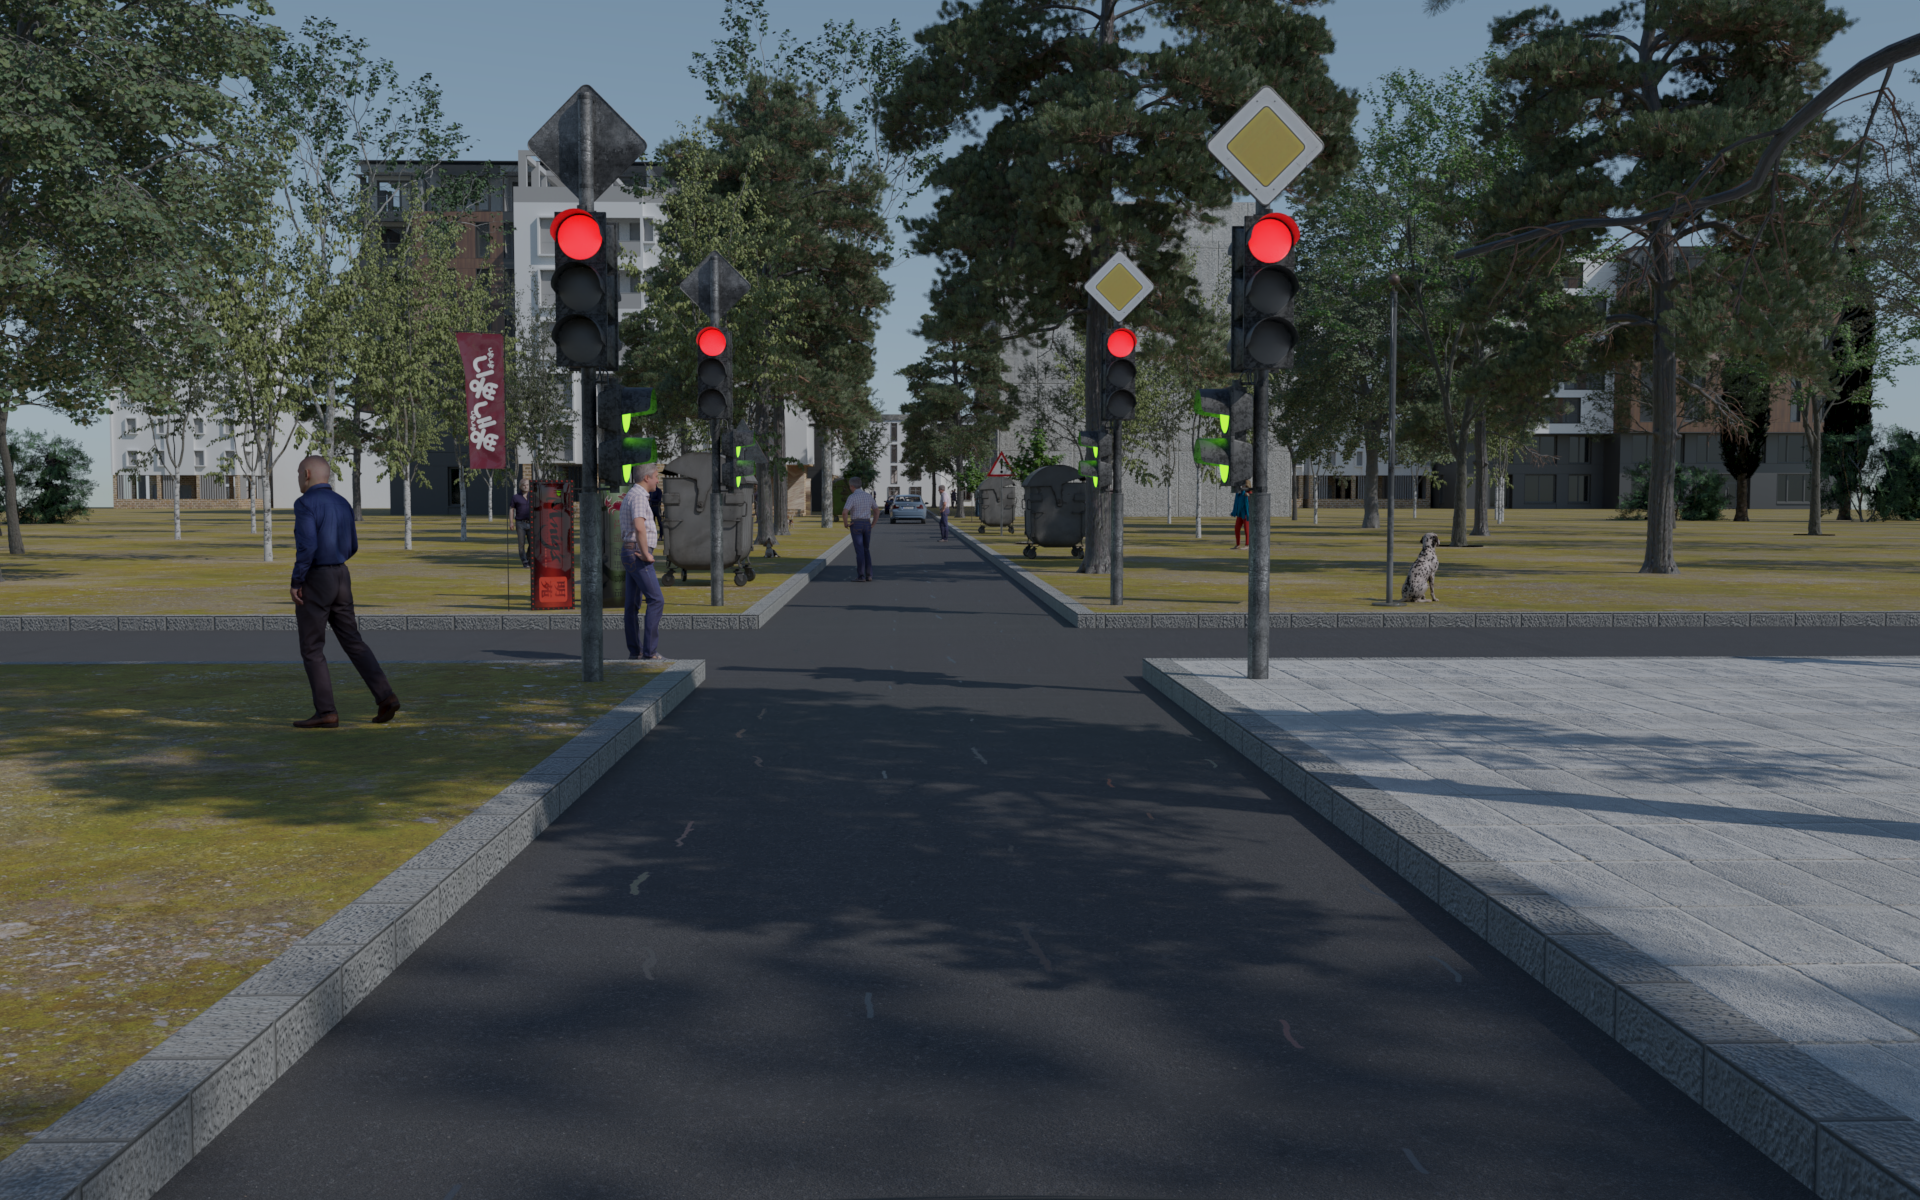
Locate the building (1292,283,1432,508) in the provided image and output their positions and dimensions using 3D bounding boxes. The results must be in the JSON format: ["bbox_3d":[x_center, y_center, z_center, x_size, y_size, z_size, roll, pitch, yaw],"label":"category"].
[{"bbox_3d":[36.294,-18.657,161.466,11.380,20.091,16.016,0,4,-2],"label":"building"}]

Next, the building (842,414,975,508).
[{"bbox_3d":[-2.108,-14.958,186.707,28.070,9.664,9.099,0,4,-2],"label":"building"}]

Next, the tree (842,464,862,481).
[{"bbox_3d":[-7.146,-7.031,109.566,1.663,3.219,1.824,0,3,0],"label":"tree"}]

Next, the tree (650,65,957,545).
[{"bbox_3d":[-4.994,-7.436,43.640,6.751,12.117,7.091,0,3,0],"label":"tree"}]

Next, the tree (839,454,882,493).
[{"bbox_3d":[-7.947,-9.438,138.026,4.285,4.588,4.351,0,3,0],"label":"tree"}]

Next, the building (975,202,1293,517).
[{"bbox_3d":[9.981,-15.105,113.420,16.747,18.905,31.486,0,4,-2],"label":"building"}]

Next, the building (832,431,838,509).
[{"bbox_3d":[-18.694,-17.655,145.071,16.016,20.091,11.380,0,4,-2],"label":"building"}]

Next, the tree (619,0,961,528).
[{"bbox_3d":[-6.138,-12.878,66.437,12.611,20.169,13.585,0,3,0],"label":"tree"}]

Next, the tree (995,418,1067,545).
[{"bbox_3d":[1.999,-3.030,44.142,1.663,3.219,1.824,0,3,0],"label":"tree"}]

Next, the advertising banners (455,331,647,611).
[{"bbox_3d":[-4.475,-1.400,19.077,2.074,3.025,0.090,-2,4,-27],"label":"advertising banners"}]

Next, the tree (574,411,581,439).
[{"bbox_3d":[-21.935,-8.607,91.081,4.737,8.622,4.395,0,3,0],"label":"tree"}]

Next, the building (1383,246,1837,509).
[{"bbox_3d":[58.471,-19.132,156.787,32.646,21.610,27.936,0,4,-2],"label":"building"}]

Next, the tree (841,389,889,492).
[{"bbox_3d":[-6.589,-10.086,115.270,4.737,8.622,4.395,0,3,0],"label":"tree"}]

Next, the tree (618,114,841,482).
[{"bbox_3d":[-4.669,-5.110,33.904,4.737,8.622,4.395,0,3,0],"label":"tree"}]

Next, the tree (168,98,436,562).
[{"bbox_3d":[-13.006,-5.029,32.585,4.737,8.622,4.395,0,3,0],"label":"tree"}]

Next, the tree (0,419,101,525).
[{"bbox_3d":[-46.869,-10.490,73.326,18.604,14.587,13.155,0,4,7],"label":"tree"}]

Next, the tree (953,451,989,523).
[{"bbox_3d":[0.411,-5.107,78.096,1.663,3.219,1.824,0,3,0],"label":"tree"}]

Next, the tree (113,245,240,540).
[{"bbox_3d":[-22.170,-6.022,48.823,4.360,8.622,3.978,0,3,0],"label":"tree"}]

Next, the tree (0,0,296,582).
[{"bbox_3d":[-14.421,-7.224,24.763,9.857,13.997,8.962,0,3,0],"label":"tree"}]

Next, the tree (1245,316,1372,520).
[{"bbox_3d":[16.481,-9.158,84.151,8.767,10.594,7.601,2,4,34],"label":"tree"}]

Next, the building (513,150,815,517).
[{"bbox_3d":[-16.480,-14.922,100.398,16.016,20.091,11.380,0,4,-2],"label":"building"}]

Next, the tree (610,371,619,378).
[{"bbox_3d":[-13.995,-10.946,86.396,7.806,13.903,7.818,0,3,0],"label":"tree"}]

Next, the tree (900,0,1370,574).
[{"bbox_3d":[2.421,-7.374,27.987,7.806,13.903,7.818,0,3,0],"label":"tree"}]

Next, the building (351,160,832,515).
[{"bbox_3d":[-23.695,-17.058,122.877,27.936,21.610,32.646,0,4,-2],"label":"building"}]

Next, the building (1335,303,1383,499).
[{"bbox_3d":[28.101,-21.529,195.980,32.646,21.610,27.936,0,4,-2],"label":"building"}]

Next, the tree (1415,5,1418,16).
[{"bbox_3d":[4.212,-5.129,5.922,6.751,12.117,7.091,0,3,0],"label":"tree"}]

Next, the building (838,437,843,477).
[{"bbox_3d":[-16.691,-18.552,159.746,11.380,20.091,16.016,0,4,-2],"label":"building"}]

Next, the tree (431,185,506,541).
[{"bbox_3d":[-13.029,-5.473,39.844,4.737,8.622,4.395,0,3,0],"label":"tree"}]

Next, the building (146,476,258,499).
[{"bbox_3d":[-71.273,-14.830,184.610,28.070,9.664,9.099,0,4,-2],"label":"building"}]

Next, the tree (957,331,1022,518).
[{"bbox_3d":[-0.016,-10.459,93.053,6.751,12.117,7.091,0,3,0],"label":"tree"}]

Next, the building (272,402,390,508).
[{"bbox_3d":[-48.895,-13.482,162.579,28.070,9.664,9.099,0,4,-2],"label":"building"}]

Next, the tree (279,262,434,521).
[{"bbox_3d":[-28.397,-9.740,81.303,6.751,12.117,7.091,0,3,0],"label":"tree"}]

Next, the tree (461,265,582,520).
[{"bbox_3d":[-13.535,-6.394,54.900,4.360,8.622,3.978,0,3,0],"label":"tree"}]

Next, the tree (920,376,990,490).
[{"bbox_3d":[-0.265,-9.159,100.118,4.360,8.622,3.978,0,3,0],"label":"tree"}]

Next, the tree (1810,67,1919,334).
[{"bbox_3d":[24.262,-7.879,39.197,12.009,13.543,11.850,0,3,0],"label":"tree"}]

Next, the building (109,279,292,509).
[{"bbox_3d":[-68.911,-18.496,158.824,11.380,20.091,16.016,0,4,-2],"label":"building"}]

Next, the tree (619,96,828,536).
[{"bbox_3d":[-5.808,-8.924,53.330,7.806,13.903,7.818,0,3,0],"label":"tree"}]

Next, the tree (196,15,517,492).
[{"bbox_3d":[-23.743,-12.938,67.433,12.611,20.169,13.585,0,3,0],"label":"tree"}]

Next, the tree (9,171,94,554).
[{"bbox_3d":[-20.560,-6.269,36.904,7.601,10.594,8.767,1,4,9],"label":"tree"}]

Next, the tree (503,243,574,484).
[{"bbox_3d":[-13.629,-5.915,47.068,4.737,8.622,4.395,0,3,0],"label":"tree"}]

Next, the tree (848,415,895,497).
[{"bbox_3d":[-7.664,-12.033,147.101,4.360,8.622,3.978,0,3,0],"label":"tree"}]
